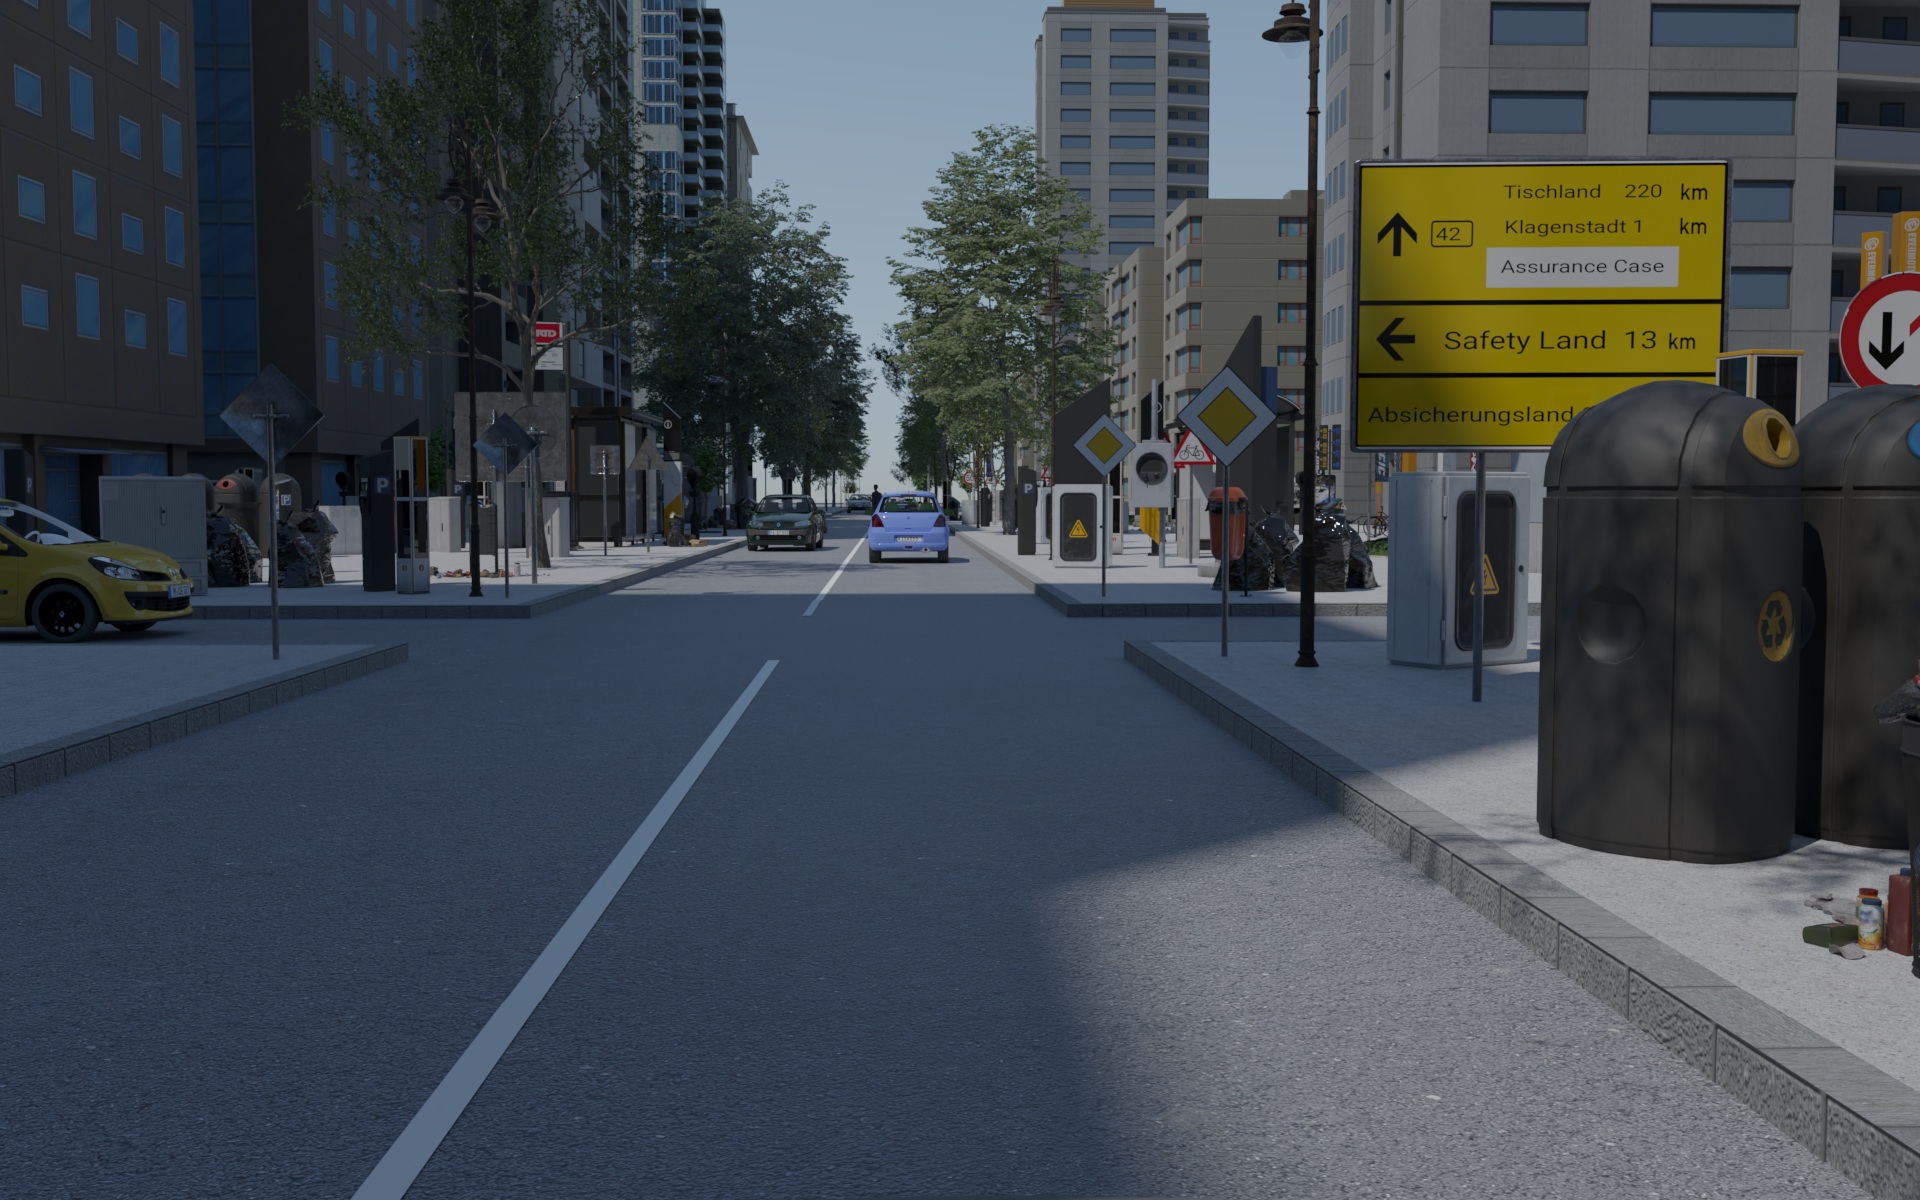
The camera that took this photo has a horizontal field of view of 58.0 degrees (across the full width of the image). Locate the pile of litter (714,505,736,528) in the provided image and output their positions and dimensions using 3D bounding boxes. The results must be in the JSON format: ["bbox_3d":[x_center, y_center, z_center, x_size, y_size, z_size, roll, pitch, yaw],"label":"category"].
[{"bbox_3d":[-8.904,-3.159,65.612,1.176,0.858,1.719,3,4,38],"label":"pile of litter"}]

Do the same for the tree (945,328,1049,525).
[{"bbox_3d":[1.664,-7.412,71.545,4.737,8.622,4.395,0,3,0],"label":"tree"}]

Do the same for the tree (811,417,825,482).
[{"bbox_3d":[-12.358,-15.624,173.580,7.486,12.596,7.792,0,3,0],"label":"tree"}]

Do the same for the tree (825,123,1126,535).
[{"bbox_3d":[1.133,-8.315,54.084,7.486,12.596,7.792,0,3,0],"label":"tree"}]

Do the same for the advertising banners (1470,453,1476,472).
[{"bbox_3d":[17.359,-3.740,57.332,0.090,3.025,2.074,-1,4,-11],"label":"advertising banners"}]

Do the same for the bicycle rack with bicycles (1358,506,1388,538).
[{"bbox_3d":[13.241,-2.354,51.865,2.925,0.926,2.852,0,4,-2],"label":"bicycle rack with bicycles"}]

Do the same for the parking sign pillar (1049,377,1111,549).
[{"bbox_3d":[2.792,-3.148,39.949,1.447,3.967,1.447,0,4,-6],"label":"parking sign pillar"}]

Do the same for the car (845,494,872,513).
[{"bbox_3d":[-7.618,-7.290,130.986,2.131,1.459,4.920,0,4,-2],"label":"car"}]

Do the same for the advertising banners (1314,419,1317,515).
[{"bbox_3d":[8.150,-2.671,39.857,0.090,3.025,2.074,1,4,15],"label":"advertising banners"}]

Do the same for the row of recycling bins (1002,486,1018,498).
[{"bbox_3d":[2.368,-4.175,75.378,1.069,1.692,3.534,0,4,-4],"label":"row of recycling bins"}]

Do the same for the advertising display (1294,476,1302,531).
[{"bbox_3d":[11.541,-3.389,60.625,0.123,1.923,0.974,-3,5,-44],"label":"advertising display"}]

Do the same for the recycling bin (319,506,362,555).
[{"bbox_3d":[-13.133,-1.479,36.730,0.722,1.027,0.722,-2,4,-34],"label":"recycling bin"}]

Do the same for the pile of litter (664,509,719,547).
[{"bbox_3d":[-6.723,-1.746,42.511,1.176,0.858,1.719,0,4,2],"label":"pile of litter"}]

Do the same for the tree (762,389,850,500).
[{"bbox_3d":[-9.678,-9.394,103.951,4.360,8.622,3.978,0,3,0],"label":"tree"}]

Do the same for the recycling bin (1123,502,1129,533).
[{"bbox_3d":[5.132,-2.761,57.692,0.722,1.027,0.722,-3,5,-43],"label":"recycling bin"}]

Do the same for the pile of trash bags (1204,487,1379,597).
[{"bbox_3d":[4.181,-0.808,22.961,1.912,1.369,3.447,2,4,34],"label":"pile of trash bags"}]

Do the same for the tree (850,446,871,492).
[{"bbox_3d":[-12.321,-14.911,194.153,4.360,8.622,3.978,0,3,0],"label":"tree"}]

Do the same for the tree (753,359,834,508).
[{"bbox_3d":[-9.442,-8.737,93.204,4.737,8.622,4.395,0,3,0],"label":"tree"}]

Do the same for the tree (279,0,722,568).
[{"bbox_3d":[-7.604,-5.833,29.790,7.601,10.594,8.767,0,4,-4],"label":"tree"}]

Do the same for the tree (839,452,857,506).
[{"bbox_3d":[-12.348,-12.552,155.592,4.737,8.622,4.395,0,3,0],"label":"tree"}]

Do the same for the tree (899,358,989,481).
[{"bbox_3d":[-0.615,-12.220,125.556,9.928,11.665,9.643,0,3,0],"label":"tree"}]

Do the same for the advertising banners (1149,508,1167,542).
[{"bbox_3d":[5.134,-3.019,45.553,0.090,3.025,2.074,-1,4,-8],"label":"advertising banners"}]

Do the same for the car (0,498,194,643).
[{"bbox_3d":[-9.828,-0.436,17.355,3.980,1.641,2.015,0,4,-2],"label":"car"}]

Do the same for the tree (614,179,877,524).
[{"bbox_3d":[-9.003,-10.006,70.248,9.857,13.997,8.962,0,3,0],"label":"tree"}]

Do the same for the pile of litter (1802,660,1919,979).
[{"bbox_3d":[2.943,0.573,4.602,1.176,0.858,1.719,1,4,11],"label":"pile of litter"}]

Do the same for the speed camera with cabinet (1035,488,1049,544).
[{"bbox_3d":[2.792,-3.089,44.839,2.038,3.252,0.660,-2,4,-32],"label":"speed camera with cabinet"}]

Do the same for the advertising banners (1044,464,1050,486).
[{"bbox_3d":[4.059,-5.815,91.268,0.090,3.025,2.074,-3,5,-40],"label":"advertising banners"}]

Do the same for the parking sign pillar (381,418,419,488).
[{"bbox_3d":[-19.798,-4.449,61.212,1.447,3.967,1.447,-2,4,-33],"label":"parking sign pillar"}]

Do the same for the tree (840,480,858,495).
[{"bbox_3d":[-14.840,-14.421,230.389,1.663,3.219,1.824,0,3,0],"label":"tree"}]

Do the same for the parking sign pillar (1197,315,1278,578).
[{"bbox_3d":[4.429,-2.349,26.874,1.447,3.967,1.447,-1,4,-16],"label":"parking sign pillar"}]

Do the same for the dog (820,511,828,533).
[{"bbox_3d":[-5.121,-2.860,63.595,0.513,0.831,0.800,2,4,30],"label":"dog"}]

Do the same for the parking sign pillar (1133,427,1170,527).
[{"bbox_3d":[7.481,-4.841,67.625,1.447,3.967,1.447,0,4,5],"label":"parking sign pillar"}]

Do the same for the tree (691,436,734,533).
[{"bbox_3d":[-8.277,-3.839,57.362,1.663,3.219,1.824,0,3,0],"label":"tree"}]

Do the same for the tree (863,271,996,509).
[{"bbox_3d":[-2.262,-17.976,149.803,12.611,20.169,13.585,0,3,0],"label":"tree"}]

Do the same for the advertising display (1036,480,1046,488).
[{"bbox_3d":[4.189,-5.078,88.242,0.123,1.923,0.974,1,4,22],"label":"advertising display"}]

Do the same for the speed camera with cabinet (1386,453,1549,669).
[{"bbox_3d":[4.210,-1.159,13.291,2.038,3.252,0.660,-2,4,-33],"label":"speed camera with cabinet"}]

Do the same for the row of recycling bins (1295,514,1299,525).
[{"bbox_3d":[13.791,-3.976,72.119,3.534,1.692,1.069,3,5,42],"label":"row of recycling bins"}]

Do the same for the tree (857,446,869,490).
[{"bbox_3d":[-12.220,-14.454,186.677,4.737,8.622,4.395,0,3,0],"label":"tree"}]

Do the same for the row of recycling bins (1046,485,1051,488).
[{"bbox_3d":[3.868,-4.588,82.120,1.069,1.692,3.534,1,4,15],"label":"row of recycling bins"}]

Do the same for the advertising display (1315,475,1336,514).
[{"bbox_3d":[11.928,-3.179,57.195,0.974,1.923,0.123,-1,4,-12],"label":"advertising display"}]

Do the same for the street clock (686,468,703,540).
[{"bbox_3d":[-7.408,-2.678,48.361,0.471,2.002,0.358,3,5,44],"label":"street clock"}]

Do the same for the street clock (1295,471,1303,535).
[{"bbox_3d":[10.733,-3.035,54.185,0.471,2.002,0.358,-1,4,-19],"label":"street clock"}]

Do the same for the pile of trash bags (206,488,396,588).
[{"bbox_3d":[-9.194,-0.895,24.391,3.447,1.369,1.912,0,4,4],"label":"pile of trash bags"}]

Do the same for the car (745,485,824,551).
[{"bbox_3d":[-4.499,-2.142,44.814,2.009,1.686,4.222,0,4,0],"label":"car"}]

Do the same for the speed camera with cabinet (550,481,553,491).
[{"bbox_3d":[-19.042,-5.302,81.020,2.038,3.252,0.660,3,4,38],"label":"speed camera with cabinet"}]

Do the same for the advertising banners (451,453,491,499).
[{"bbox_3d":[-20.773,-4.772,74.212,2.074,3.025,0.090,0,4,3],"label":"advertising banners"}]

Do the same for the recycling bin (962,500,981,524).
[{"bbox_3d":[0.554,-3.725,73.453,0.722,1.027,0.722,3,5,44],"label":"recycling bin"}]

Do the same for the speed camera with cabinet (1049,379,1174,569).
[{"bbox_3d":[2.645,-2.174,29.887,2.038,3.252,0.660,1,4,12],"label":"speed camera with cabinet"}]

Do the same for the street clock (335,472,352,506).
[{"bbox_3d":[-19.967,-3.154,56.130,0.471,2.002,0.358,1,4,23],"label":"street clock"}]

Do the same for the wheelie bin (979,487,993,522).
[{"bbox_3d":[1.216,-4.382,79.550,0.693,1.594,0.980,1,4,14],"label":"wheelie bin"}]

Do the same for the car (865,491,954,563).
[{"bbox_3d":[-1.092,-1.688,37.197,1.945,1.707,3.694,0,4,-2],"label":"car"}]

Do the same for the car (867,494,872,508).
[{"bbox_3d":[-8.828,-9.348,162.618,2.009,1.686,4.222,0,4,-4],"label":"car"}]

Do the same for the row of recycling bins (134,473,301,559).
[{"bbox_3d":[-14.989,-1.691,34.763,3.534,1.692,1.069,0,4,0],"label":"row of recycling bins"}]

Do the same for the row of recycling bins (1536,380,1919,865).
[{"bbox_3d":[3.929,0.034,6.564,3.534,1.692,1.069,0,4,-6],"label":"row of recycling bins"}]

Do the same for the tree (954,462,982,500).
[{"bbox_3d":[0.634,-6.616,102.767,1.663,3.219,1.824,0,3,0],"label":"tree"}]
